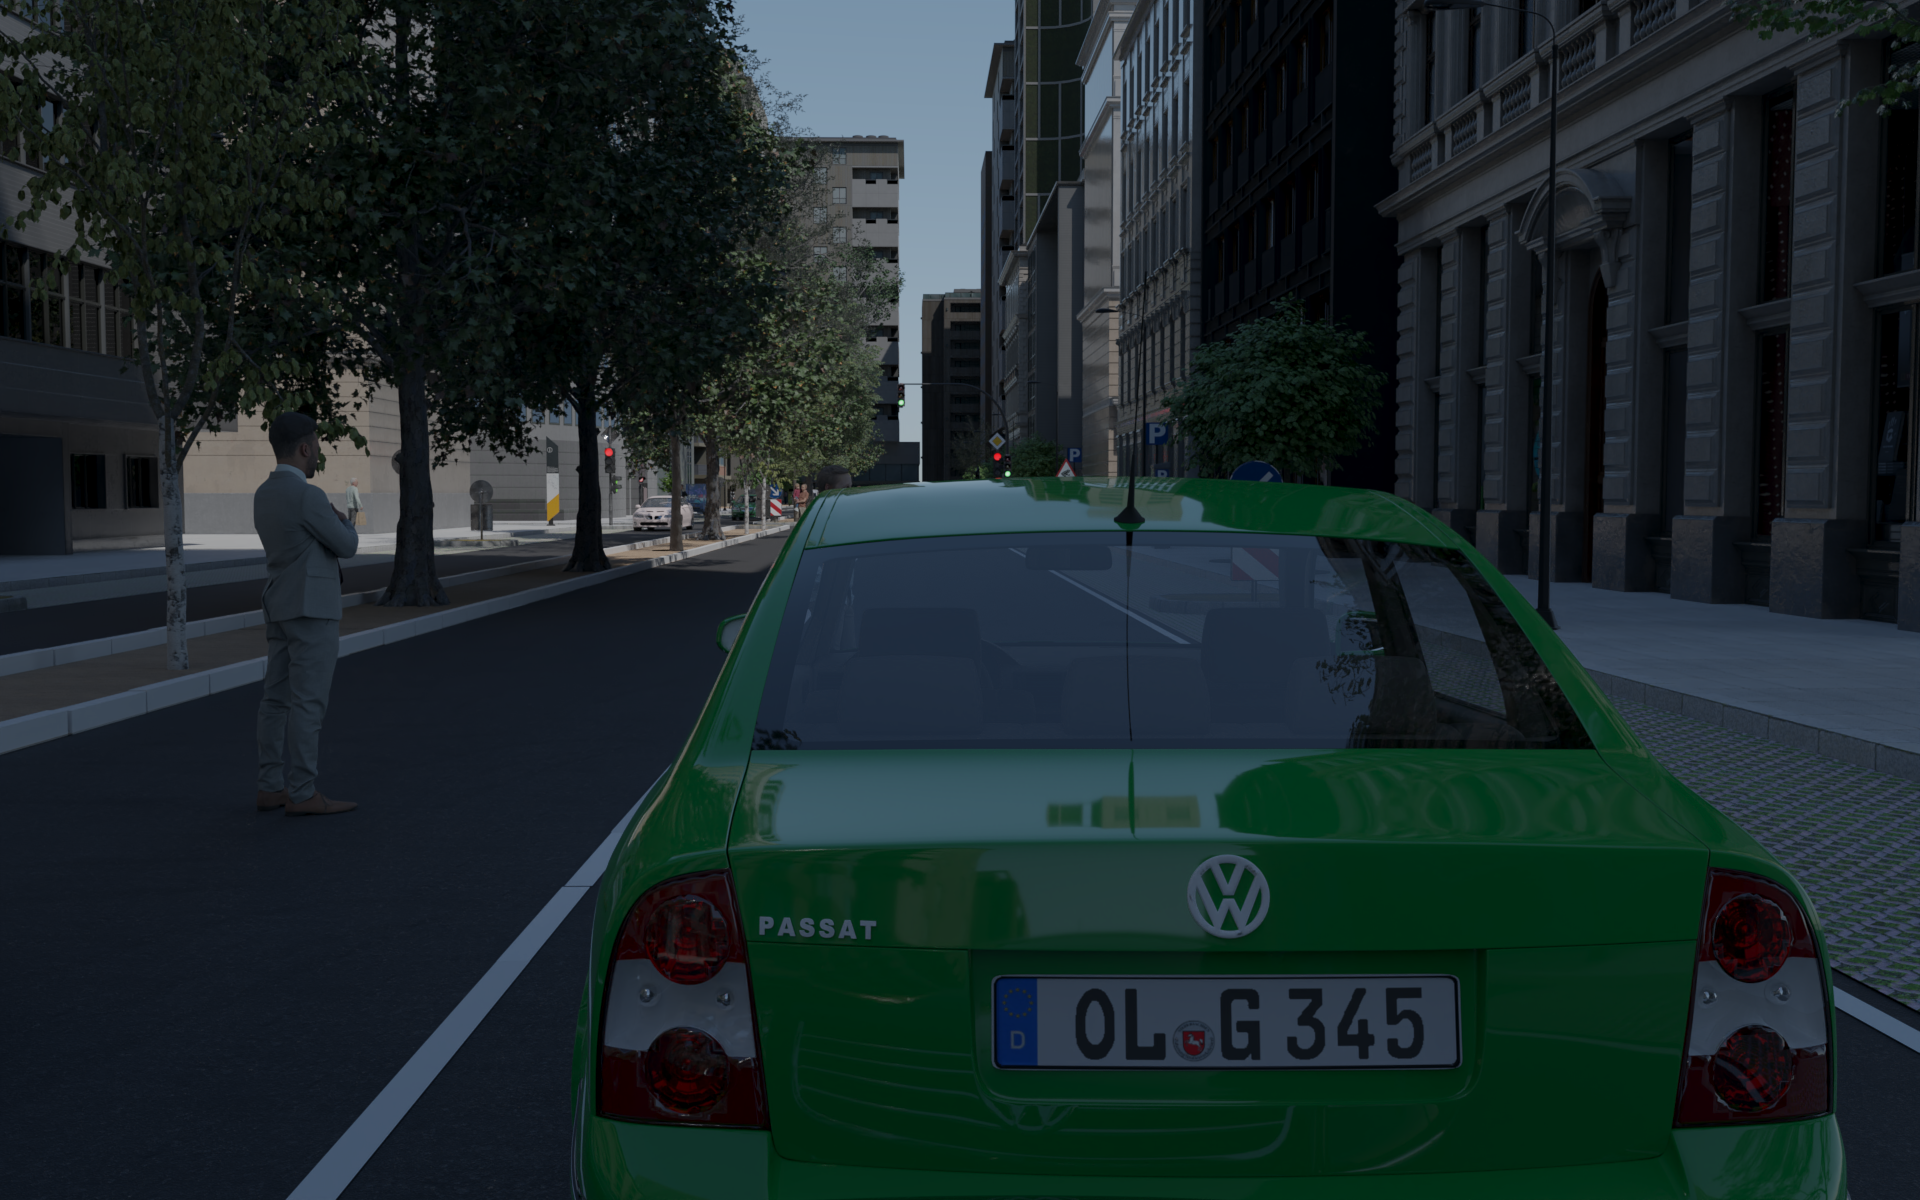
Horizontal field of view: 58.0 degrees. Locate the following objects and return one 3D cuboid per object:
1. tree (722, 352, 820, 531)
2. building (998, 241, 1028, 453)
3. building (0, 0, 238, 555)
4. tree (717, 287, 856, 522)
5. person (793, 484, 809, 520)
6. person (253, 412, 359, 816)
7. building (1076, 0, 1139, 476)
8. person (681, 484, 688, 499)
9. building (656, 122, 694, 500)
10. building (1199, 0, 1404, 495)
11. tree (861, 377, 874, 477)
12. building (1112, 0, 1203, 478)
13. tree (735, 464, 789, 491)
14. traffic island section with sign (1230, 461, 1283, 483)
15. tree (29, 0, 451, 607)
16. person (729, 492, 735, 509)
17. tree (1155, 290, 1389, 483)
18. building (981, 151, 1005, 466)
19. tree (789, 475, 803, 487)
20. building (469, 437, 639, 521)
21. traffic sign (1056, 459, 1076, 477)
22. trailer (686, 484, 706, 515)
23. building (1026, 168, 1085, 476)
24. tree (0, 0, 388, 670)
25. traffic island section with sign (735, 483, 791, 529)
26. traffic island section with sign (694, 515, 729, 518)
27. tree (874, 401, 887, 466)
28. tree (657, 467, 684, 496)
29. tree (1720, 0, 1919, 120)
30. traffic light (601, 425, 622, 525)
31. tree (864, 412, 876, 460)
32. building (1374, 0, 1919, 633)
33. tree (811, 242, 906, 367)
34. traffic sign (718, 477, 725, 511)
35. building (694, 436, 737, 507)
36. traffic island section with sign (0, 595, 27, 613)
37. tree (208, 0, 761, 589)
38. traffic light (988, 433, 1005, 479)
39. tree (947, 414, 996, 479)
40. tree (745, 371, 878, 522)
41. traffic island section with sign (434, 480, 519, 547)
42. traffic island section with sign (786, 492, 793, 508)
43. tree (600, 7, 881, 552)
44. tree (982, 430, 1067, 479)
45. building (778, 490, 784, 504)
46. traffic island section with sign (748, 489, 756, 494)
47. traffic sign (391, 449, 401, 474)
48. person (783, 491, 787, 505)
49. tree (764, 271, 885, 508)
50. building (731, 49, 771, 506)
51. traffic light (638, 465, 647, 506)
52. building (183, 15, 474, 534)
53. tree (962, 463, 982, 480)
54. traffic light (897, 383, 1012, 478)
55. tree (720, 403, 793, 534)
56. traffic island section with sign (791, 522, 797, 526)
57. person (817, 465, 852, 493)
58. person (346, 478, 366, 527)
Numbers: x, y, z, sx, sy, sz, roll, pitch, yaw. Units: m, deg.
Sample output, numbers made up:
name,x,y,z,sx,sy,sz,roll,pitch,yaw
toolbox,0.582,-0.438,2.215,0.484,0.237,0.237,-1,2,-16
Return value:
name,x,y,z,sx,sy,sz,roll,pitch,yaw
tree,-7.629,-6.987,67.052,4.360,8.622,3.978,0,3,0
building,9.168,-19.311,144.619,11.050,23.489,19.941,0,4,-2
building,-24.312,-12.734,27.274,14.314,24.678,30.058,0,4,-2
tree,-8.795,-9.811,80.996,7.486,12.596,7.792,0,3,0
person,-6.035,-3.482,65.412,0.580,1.828,0.573,-2,4,-24
person,-2.942,0.050,7.865,0.511,1.800,0.466,2,4,28
building,16.472,-18.439,87.390,20.117,28.700,13.634,0,4,-2
person,-13.376,-4.602,83.109,0.474,1.900,0.648,2,4,29
building,-31.311,-49.927,128.981,22.319,86.520,31.000,0,4,-2
building,13.314,-12.986,41.996,12.332,23.373,15.834,0,4,-2
tree,-7.698,-8.200,53.528,9.611,12.733,9.660,0,3,0
building,11.167,-12.899,60.056,9.793,20.994,18.267,0,4,-2
tree,-19.171,-11.184,166.576,4.285,4.588,4.351,0,3,0
traffic island section with sign,3.383,-0.776,21.311,1.989,1.847,2.006,0,4,-2
tree,-7.014,-6.275,22.062,9.611,12.733,9.660,0,3,0
person,-19.380,-8.671,148.207,0.834,1.777,0.661,0,4,1
tree,5.218,-2.714,28.081,4.285,4.588,4.351,0,3,0
building,9.813,-34.913,220.937,14.600,45.320,14.200,0,4,-2
tree,-20.113,-13.470,203.940,4.285,4.588,4.351,0,3,0
building,-29.017,-33.661,92.350,21.231,58.520,28.212,0,4,-2
traffic sign,3.897,-3.890,63.610,0.884,2.594,0.081,0,4,2
trailer,-14.728,-5.481,96.669,1.471,1.999,3.904,0,4,-1
building,12.582,-18.378,119.540,14.314,24.678,30.058,0,4,-2
tree,-6.312,-3.717,13.585,4.737,8.622,4.395,0,3,0
traffic island section with sign,-8.147,-3.857,71.203,2.006,1.907,1.989,0,4,-2
traffic island section with sign,-14.926,-5.843,104.160,1.989,1.847,2.006,0,4,-2
tree,-9.444,-11.577,108.743,9.611,12.733,9.660,0,3,0
tree,-18.249,-7.023,109.427,1.663,3.219,1.824,0,3,0
tree,6.852,-5.128,9.594,9.928,11.665,9.643,0,3,0
traffic light,-14.245,-4.999,70.659,0.839,4.253,0.868,0,4,-2
tree,-10.185,-12.871,131.018,7.486,12.596,7.792,0,3,0
building,13.411,-11.922,23.804,11.050,23.489,19.941,0,4,-2
tree,-10.483,-15.988,119.754,12.611,20.169,13.585,0,3,0
traffic sign,-17.890,-7.895,129.191,0.768,2.556,0.104,0,4,6
building,-32.862,-31.389,167.834,22.147,44.769,28.867,0,4,-2
traffic island section with sign,-12.535,-0.752,20.922,1.989,1.847,2.006,0,4,-2
tree,-6.859,-6.868,31.764,9.611,12.733,9.660,0,3,0
traffic light,1.679,-5.517,79.120,0.839,4.253,0.868,0,4,-2
tree,1.404,-12.668,157.482,4.360,8.622,3.978,0,3,0
tree,-8.364,-9.286,88.702,8.767,10.594,7.601,0,4,-2
traffic island section with sign,-13.303,-2.400,47.866,1.989,1.847,2.006,0,4,-2
traffic island section with sign,-17.118,-10.523,180.675,1.989,1.847,2.006,0,4,-2
tree,-7.034,-7.939,42.628,12.009,13.543,11.850,0,3,0
tree,4.250,-6.758,94.204,4.285,4.588,4.351,0,3,0
building,-33.499,-36.251,216.406,21.600,48.544,21.300,0,4,-2
traffic island section with sign,-15.687,-7.491,131.104,1.989,1.847,2.006,0,4,-2
traffic sign,-15.582,-2.965,48.577,0.768,2.556,0.104,0,4,6
person,-21.556,-12.620,213.090,0.721,1.736,1.217,-1,4,-23
tree,-8.717,-11.608,98.906,9.857,13.997,8.962,0,3,0
building,-32.806,-34.814,192.917,21.300,48.544,21.600,0,4,-2
traffic light,-12.386,-6.365,78.736,4.771,5.953,1.251,0,4,-2
building,-29.978,-16.704,60.495,23.554,28.519,14.401,0,4,-2
tree,3.050,-7.996,114.454,4.285,4.588,4.351,0,3,0
traffic light,-0.180,-5.888,70.937,4.771,5.953,1.251,0,4,-2
tree,-7.515,-6.613,60.941,4.737,8.622,4.395,0,3,0
traffic island section with sign,-8.351,-4.310,78.607,2.006,1.907,1.989,0,4,-2
person,-0.750,0.002,10.273,0.330,1.601,0.589,2,4,24
person,-18.169,-2.774,51.880,0.782,1.767,0.515,3,4,37
